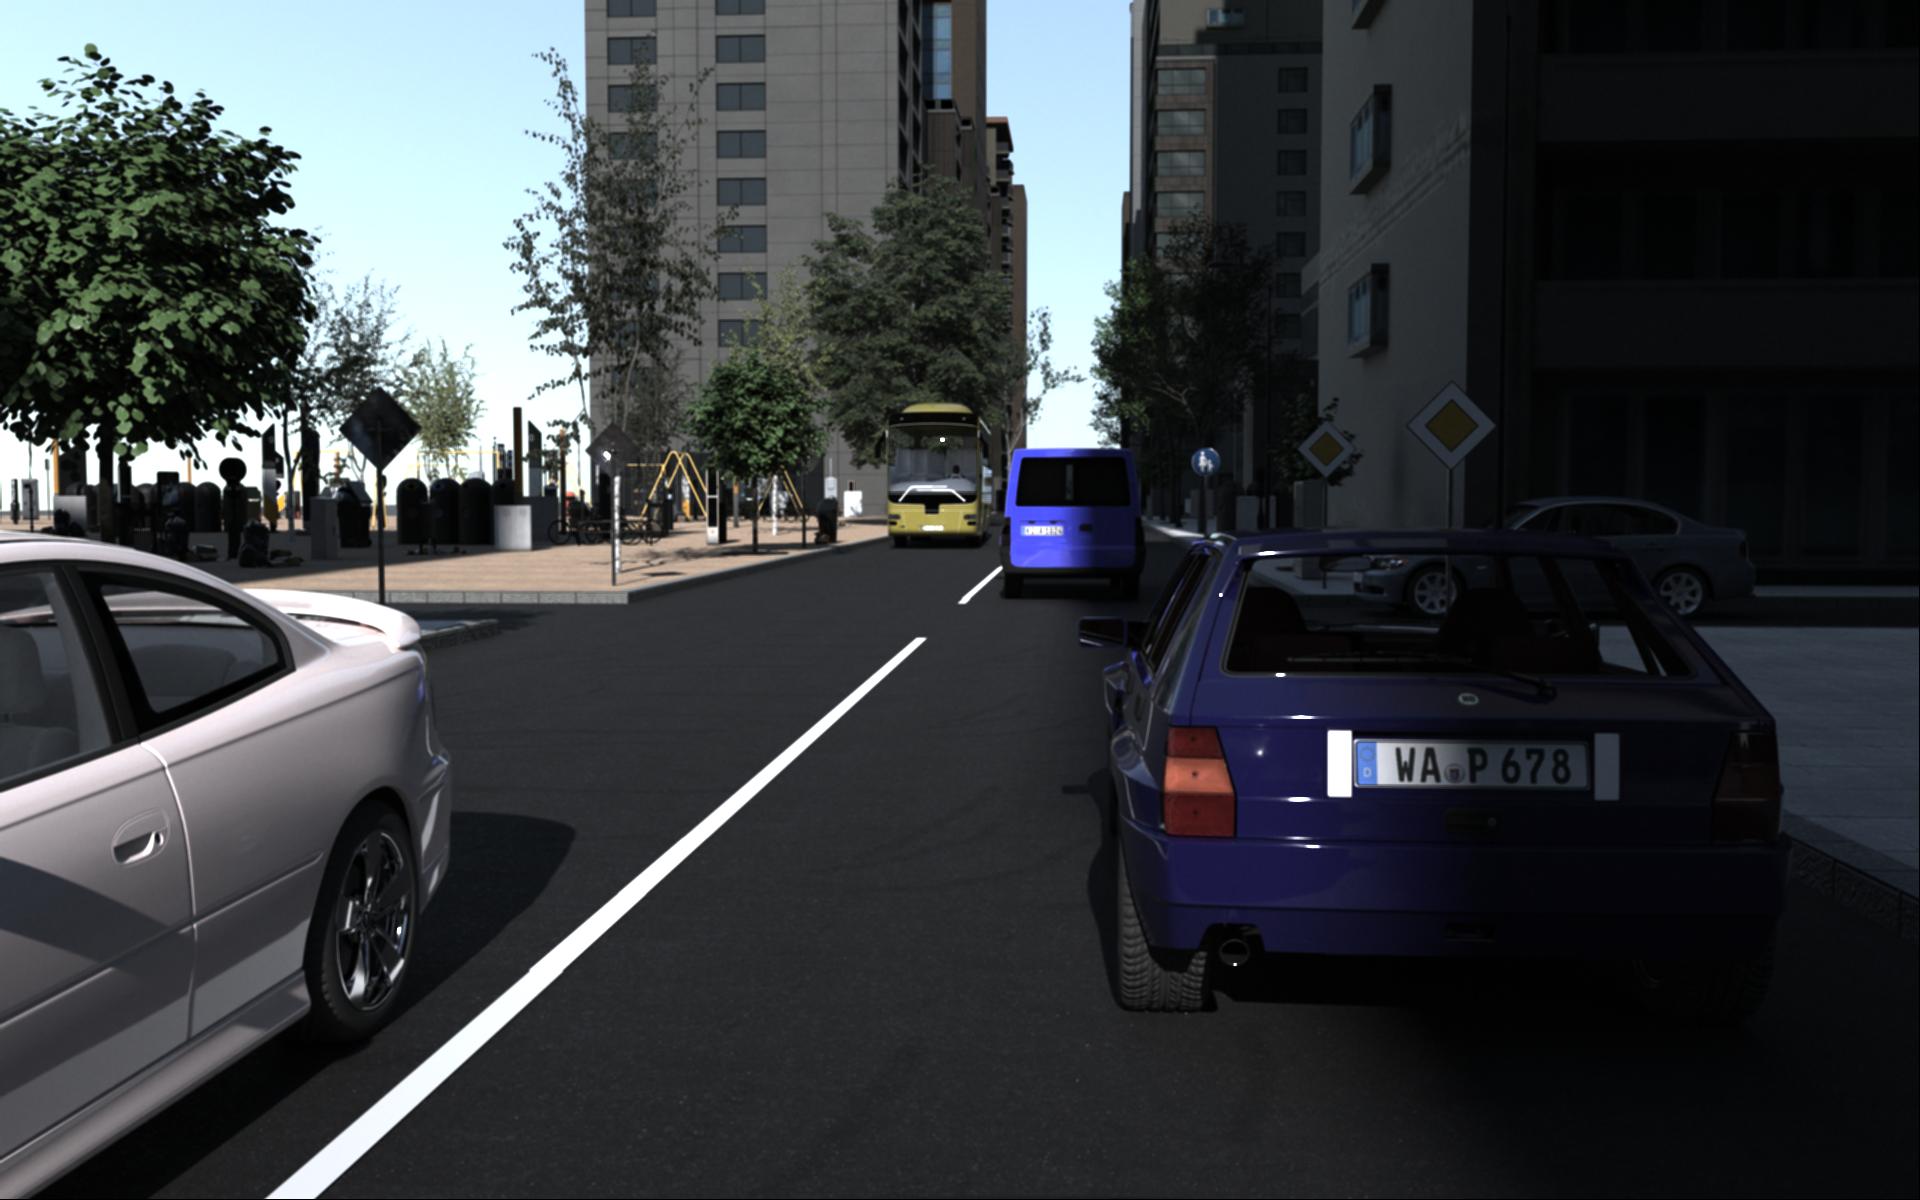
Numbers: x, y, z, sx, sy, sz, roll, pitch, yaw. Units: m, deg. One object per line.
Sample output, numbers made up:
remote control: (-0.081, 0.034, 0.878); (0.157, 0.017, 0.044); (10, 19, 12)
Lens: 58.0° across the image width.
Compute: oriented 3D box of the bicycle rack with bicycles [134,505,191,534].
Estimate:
bicycle rack with bicycles: (-26.075, -2.599, 55.877); (2.852, 0.926, 2.925); (-1, 4, -8)

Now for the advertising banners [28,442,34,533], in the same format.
advertising banners: (-21.514, -2.685, 40.094); (0.090, 3.025, 2.074); (-2, 4, -28)

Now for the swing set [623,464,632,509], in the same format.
swing set: (-16.883, -5.736, 91.407); (3.119, 2.851, 2.862); (1, 4, 8)

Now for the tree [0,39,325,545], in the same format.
tree: (-6.250, -1.778, 12.780); (4.285, 4.588, 4.351); (0, 3, 0)

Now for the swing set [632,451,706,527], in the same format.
swing set: (-10.474, -4.116, 64.909); (2.862, 2.851, 3.119); (0, 4, 0)

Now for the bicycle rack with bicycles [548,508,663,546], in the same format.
bicycle rack with bicycles: (-8.941, -1.864, 43.861); (2.925, 0.926, 2.852); (-1, 4, -13)

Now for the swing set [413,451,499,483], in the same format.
swing set: (-18.235, -4.027, 63.457); (3.119, 2.851, 2.862); (-1, 4, -16)

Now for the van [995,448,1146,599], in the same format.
van: (1.601, -1.284, 25.381); (2.240, 2.365, 5.245); (0, 4, 2)

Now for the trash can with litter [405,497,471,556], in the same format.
trash can with litter: (-11.125, -1.600, 37.211); (1.678, 1.210, 2.233); (1, 4, 16)

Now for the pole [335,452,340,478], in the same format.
pole: (-29.307, -5.365, 81.566); (0.158, 3.312, 0.155); (0, 3, 0)

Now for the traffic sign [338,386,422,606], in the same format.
traffic sign: (-5.405, -0.766, 16.162); (0.795, 2.450, 0.064); (0, 4, 4)

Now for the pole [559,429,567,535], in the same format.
pole: (-12.496, -3.709, 54.489); (0.158, 3.312, 0.155); (0, 3, 0)

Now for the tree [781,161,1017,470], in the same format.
tree: (-2.222, -9.886, 68.286); (9.857, 13.997, 8.962); (0, 3, 0)

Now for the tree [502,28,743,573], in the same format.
tree: (-5.606, -4.757, 28.147); (4.360, 8.622, 3.978); (0, 3, 0)

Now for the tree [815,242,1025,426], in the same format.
tree: (-1.837, -10.446, 81.158); (12.009, 13.543, 11.850); (0, 3, 0)

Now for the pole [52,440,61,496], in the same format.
pole: (-31.807, -4.107, 60.999); (0.158, 3.312, 0.155); (0, 3, 0)

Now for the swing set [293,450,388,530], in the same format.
swing set: (-22.258, -3.962, 62.392); (3.119, 2.851, 2.862); (-1, 4, -9)

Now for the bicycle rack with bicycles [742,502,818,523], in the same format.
bicycle rack with bicycles: (-7.763, -4.004, 78.843); (2.925, 0.926, 2.852); (2, 4, 28)

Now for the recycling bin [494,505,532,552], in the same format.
recycling bin: (-10.076, -1.620, 39.036); (0.722, 1.027, 0.722); (-2, 4, -24)

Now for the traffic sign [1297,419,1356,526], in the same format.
traffic sign: (4.937, -1.209, 23.404); (0.795, 2.450, 0.064); (0, 4, 4)

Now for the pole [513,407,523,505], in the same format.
pole: (-10.365, -2.863, 40.660); (0.158, 3.312, 0.155); (0, 3, 0)

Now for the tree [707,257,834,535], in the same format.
tree: (-5.864, -6.353, 54.230); (4.737, 8.622, 4.395); (0, 3, 0)

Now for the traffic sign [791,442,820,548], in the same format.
traffic sign: (-3.711, -2.511, 41.159); (0.768, 2.556, 0.104); (1, 4, 10)

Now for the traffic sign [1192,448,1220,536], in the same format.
traffic sign: (6.819, -2.933, 48.057); (0.768, 2.556, 0.104); (1, 4, 11)

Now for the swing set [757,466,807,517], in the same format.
swing set: (-10.038, -6.005, 95.808); (2.862, 2.851, 3.119); (-1, 4, -12)

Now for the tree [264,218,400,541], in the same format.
tree: (-17.924, -5.901, 46.850); (4.360, 8.622, 3.978); (0, 3, 0)

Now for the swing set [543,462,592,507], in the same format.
swing set: (-19.224, -5.298, 84.249); (2.862, 2.851, 3.119); (0, 4, -6)

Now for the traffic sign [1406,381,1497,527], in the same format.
traffic sign: (4.362, -0.722, 15.440); (0.795, 2.450, 0.064); (0, 4, 4)

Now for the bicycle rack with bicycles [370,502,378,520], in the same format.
bicycle rack with bicycles: (-30.592, -4.528, 87.407); (2.852, 0.926, 2.925); (-1, 4, -21)

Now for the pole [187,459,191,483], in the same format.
pole: (-42.584, -6.232, 95.733); (0.158, 3.312, 0.155); (0, 3, 0)

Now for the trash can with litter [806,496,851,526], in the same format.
trash can with litter: (-5.101, -3.574, 69.499); (1.678, 1.210, 2.233); (-2, 4, -25)

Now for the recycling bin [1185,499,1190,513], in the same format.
recycling bin: (12.721, -4.999, 94.286); (0.722, 1.027, 0.722); (2, 4, 30)

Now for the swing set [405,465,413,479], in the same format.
swing set: (-28.185, -5.845, 93.192); (2.862, 2.851, 3.119); (3, 5, 42)

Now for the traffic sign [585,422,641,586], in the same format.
traffic sign: (-4.831, -1.253, 24.127); (0.795, 2.450, 0.064); (0, 4, 4)

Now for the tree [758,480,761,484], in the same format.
tree: (-11.192, -8.558, 90.290); (4.360, 8.622, 3.978); (0, 3, 0)

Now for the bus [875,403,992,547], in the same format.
bus: (-0.477, -3.595, 50.329); (2.896, 3.916, 12.252); (0, 4, 2)

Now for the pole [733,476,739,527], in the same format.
pole: (-8.692, -4.482, 67.128); (0.158, 3.312, 0.155); (0, 3, 0)

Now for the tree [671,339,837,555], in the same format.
tree: (-4.460, -3.258, 36.983); (4.285, 4.588, 4.351); (0, 3, 0)

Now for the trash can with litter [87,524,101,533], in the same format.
trash can with litter: (-28.492, -2.828, 57.618); (1.055, 1.170, 0.624); (0, 4, -5)

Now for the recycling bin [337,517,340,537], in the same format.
recycling bin: (-18.227, -2.397, 51.745); (0.722, 1.027, 0.722); (-1, 4, -19)

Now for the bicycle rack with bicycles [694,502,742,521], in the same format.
bicycle rack with bicycles: (-10.816, -4.195, 81.972); (2.925, 0.926, 2.852); (1, 4, 13)

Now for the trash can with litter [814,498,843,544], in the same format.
trash can with litter: (-3.406, -2.031, 44.589); (0.624, 1.170, 1.055); (0, 4, 8)

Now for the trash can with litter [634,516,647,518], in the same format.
trash can with litter: (-16.624, -5.097, 94.400); (2.233, 1.210, 1.678); (0, 4, 5)

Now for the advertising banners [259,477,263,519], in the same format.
advertising banners: (-33.707, -5.306, 82.935); (0.090, 3.025, 2.074); (1, 4, 23)

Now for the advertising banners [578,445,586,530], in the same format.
advertising banners: (-12.929, -3.848, 59.100); (0.090, 3.025, 2.074); (0, 4, -7)

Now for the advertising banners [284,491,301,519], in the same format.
advertising banners: (-34.324, -5.714, 89.611); (2.074, 3.025, 0.090); (3, 4, 36)
